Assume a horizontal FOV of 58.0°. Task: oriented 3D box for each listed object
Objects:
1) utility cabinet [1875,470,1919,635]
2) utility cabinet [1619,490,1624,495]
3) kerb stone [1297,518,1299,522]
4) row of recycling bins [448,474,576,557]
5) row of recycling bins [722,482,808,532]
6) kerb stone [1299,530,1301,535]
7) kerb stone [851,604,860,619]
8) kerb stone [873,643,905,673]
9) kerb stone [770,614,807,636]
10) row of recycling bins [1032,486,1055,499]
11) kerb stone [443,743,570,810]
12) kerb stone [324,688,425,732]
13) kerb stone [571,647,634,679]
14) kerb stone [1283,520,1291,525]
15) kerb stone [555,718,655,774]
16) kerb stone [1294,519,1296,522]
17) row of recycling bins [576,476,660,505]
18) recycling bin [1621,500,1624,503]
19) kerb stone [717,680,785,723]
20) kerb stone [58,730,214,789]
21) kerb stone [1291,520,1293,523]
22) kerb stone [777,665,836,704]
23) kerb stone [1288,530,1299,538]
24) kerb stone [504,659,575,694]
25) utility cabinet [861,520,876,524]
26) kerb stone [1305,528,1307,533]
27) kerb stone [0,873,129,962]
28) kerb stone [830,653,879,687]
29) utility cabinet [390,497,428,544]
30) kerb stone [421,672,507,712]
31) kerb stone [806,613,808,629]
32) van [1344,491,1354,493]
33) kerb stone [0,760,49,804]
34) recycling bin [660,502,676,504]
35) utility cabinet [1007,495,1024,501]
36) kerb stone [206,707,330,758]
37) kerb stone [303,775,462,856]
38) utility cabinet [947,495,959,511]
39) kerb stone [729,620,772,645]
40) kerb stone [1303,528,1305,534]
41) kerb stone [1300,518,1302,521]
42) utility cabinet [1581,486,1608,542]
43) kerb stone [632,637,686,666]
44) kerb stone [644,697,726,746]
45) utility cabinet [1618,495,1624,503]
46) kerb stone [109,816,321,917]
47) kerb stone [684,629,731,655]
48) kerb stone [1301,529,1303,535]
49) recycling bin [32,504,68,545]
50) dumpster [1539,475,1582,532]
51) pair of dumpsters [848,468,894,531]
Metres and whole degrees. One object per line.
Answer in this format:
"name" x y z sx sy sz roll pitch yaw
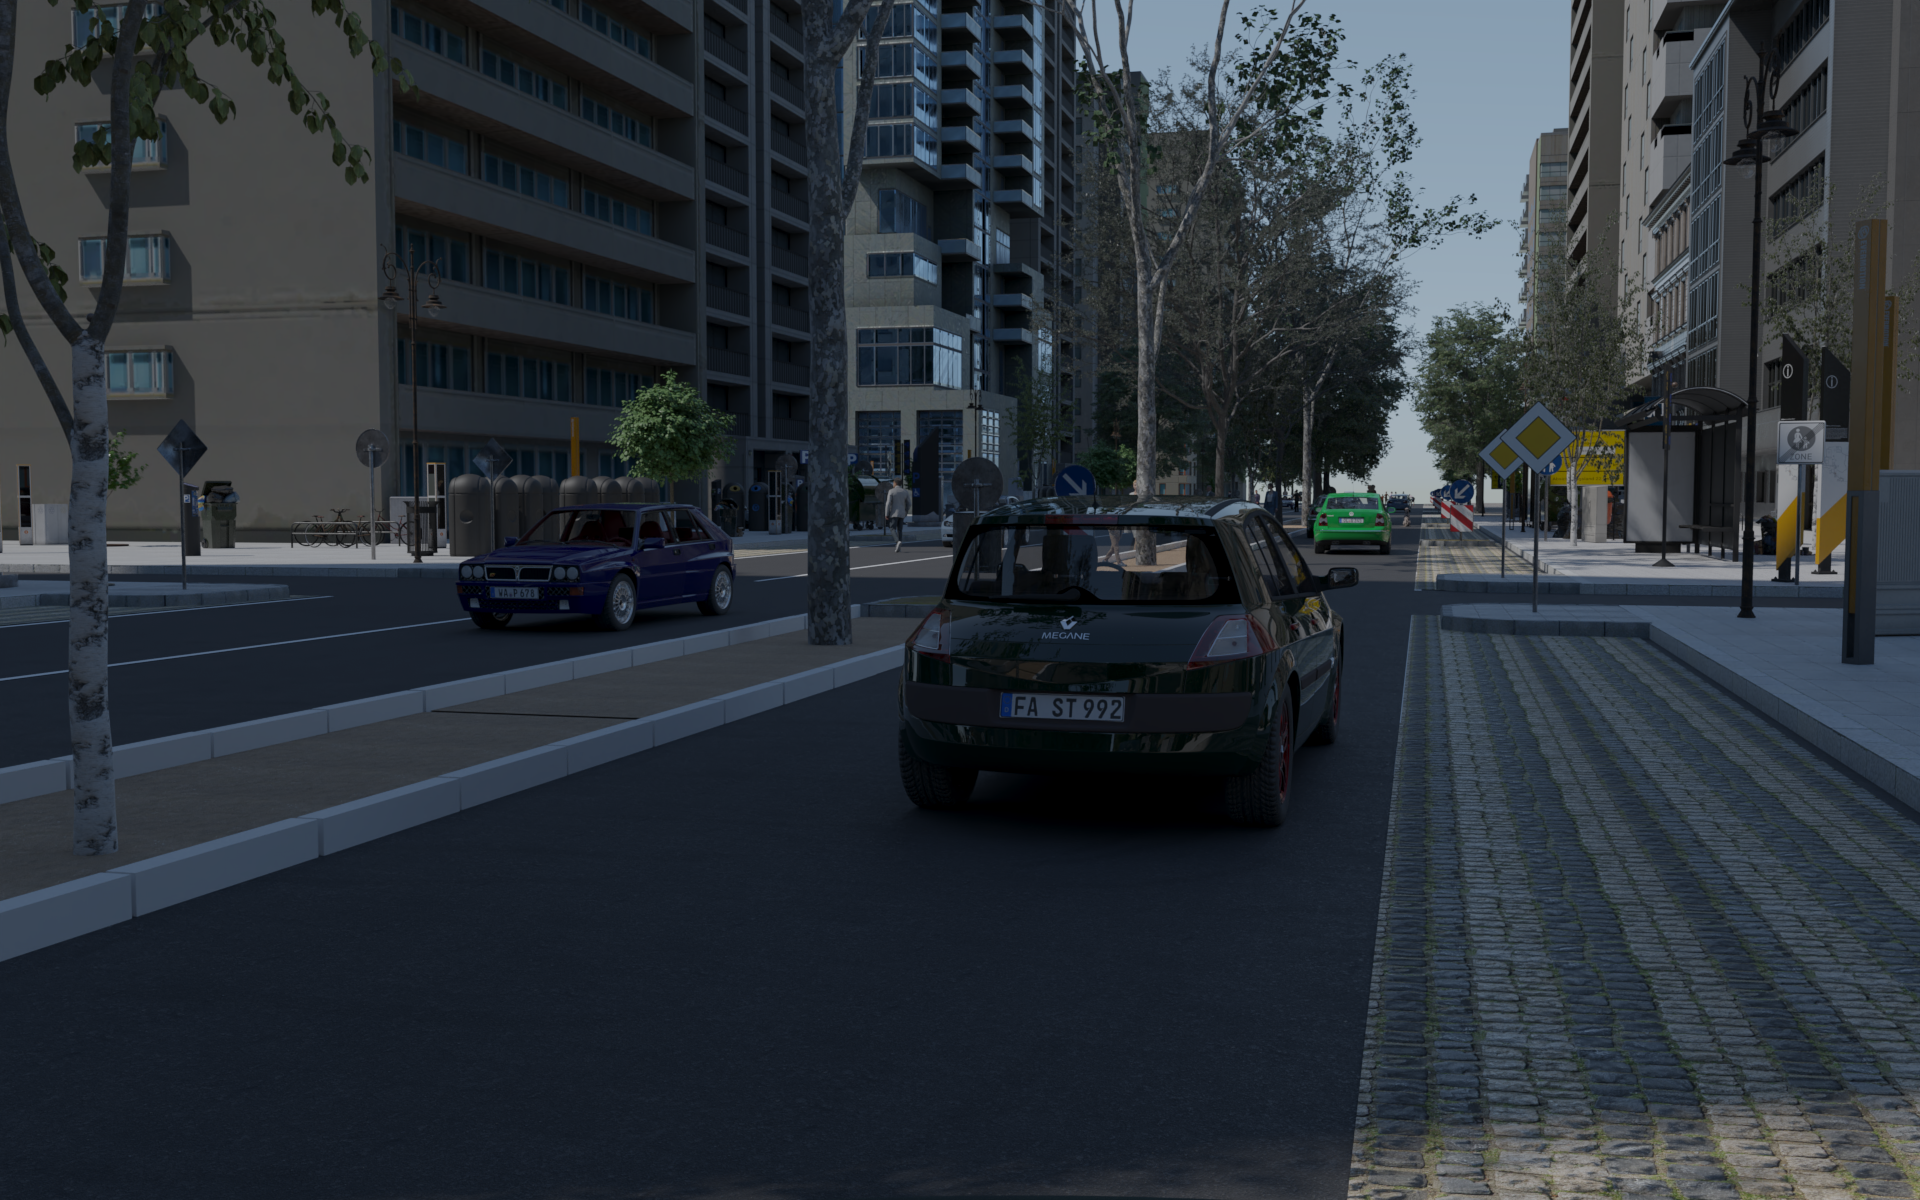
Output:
"utility cabinet" 8.675 -0.430 15.714 1.173 1.500 0.318 -1 4 -11
"utility cabinet" 36.771 -5.384 96.702 1.173 1.500 0.318 -2 4 -35
"kerb stone" 16.918 -4.001 87.612 0.120 0.150 1.000 1 4 15
"row of recycling bins" -9.637 -1.826 36.971 1.069 1.692 3.534 1 4 18
"row of recycling bins" -6.551 -3.223 59.814 3.534 1.692 1.069 1 4 14
"kerb stone" 11.500 -2.270 59.316 0.120 0.150 1.000 1 4 15
"kerb stone" -1.300 0.156 19.749 0.120 0.150 1.000 1 4 15
"kerb stone" -0.599 0.492 14.271 0.120 0.150 1.000 1 4 15
"kerb stone" -1.828 0.271 17.765 0.120 0.150 1.000 1 4 15
"row of recycling bins" 4.559 -5.126 90.918 1.069 1.692 3.534 -1 4 -13
"kerb stone" -2.187 0.847 8.343 0.120 0.150 1.000 1 4 15
"kerb stone" -3.692 0.697 10.831 0.120 0.150 1.000 1 4 15
"kerb stone" -2.896 0.513 13.806 0.120 0.150 1.000 1 4 15
"kerb stone" 15.592 -3.698 82.661 0.120 0.150 1.000 1 4 15
"kerb stone" -1.927 0.787 9.332 0.120 0.150 1.000 1 4 15
"kerb stone" 16.388 -3.879 85.634 0.120 0.150 1.000 1 4 15
"row of recycling bins" -8.118 -2.047 40.579 1.069 1.692 3.534 1 4 21
"recycling bin" 30.288 -4.011 78.141 0.722 1.027 0.722 0 4 1
"kerb stone" -1.391 0.666 11.305 0.120 0.150 1.000 1 4 15
"kerb stone" -4.217 0.816 8.848 0.120 0.150 1.000 1 4 15
"kerb stone" 15.853 -3.757 83.649 0.120 0.150 1.000 1 4 15
"kerb stone" -1.121 0.606 12.294 0.120 0.150 1.000 1 4 15
"kerb stone" 11.232 -2.208 58.329 0.120 0.150 1.000 1 4 15
"kerb stone" -3.159 0.574 12.815 0.120 0.150 1.000 1 4 15
"utility cabinet" -4.294 -4.308 79.110 0.318 1.500 1.173 -2 4 -35
"kerb stone" 12.294 -2.452 62.280 0.120 0.150 1.000 1 4 15
"kerb stone" -2.982 1.029 5.375 0.120 0.150 1.000 1 4 15
"kerb stone" -0.854 0.545 13.281 0.120 0.150 1.000 1 4 15
"utility cabinet" -14.122 -2.045 44.594 1.020 1.237 0.306 -1 4 -10
"kerb stone" -3.421 0.634 11.827 0.120 0.150 1.000 1 4 15
"kerb stone" -1.550 0.210 18.757 0.120 0.150 1.000 1 4 15
"van" 48.953 -12.896 217.867 2.013 2.044 4.112 1 4 13
"kerb stone" -4.487 0.877 7.862 0.120 0.150 1.000 1 4 15
"recycling bin" -9.286 -2.519 53.742 0.722 1.027 0.722 1 4 18
"utility cabinet" 2.462 -4.119 78.513 0.306 1.237 1.020 -3 4 -38
"kerb stone" -3.955 0.760 9.843 0.120 0.150 1.000 1 4 15
"kerb stone" -2.447 0.909 7.353 0.120 0.150 1.000 1 4 15
"utility cabinet" -0.164 -5.101 94.564 1.020 1.237 0.306 1 4 13
"kerb stone" -2.088 0.334 16.777 0.120 0.150 1.000 1 4 15
"kerb stone" 12.025 -2.391 61.294 0.120 0.150 1.000 1 4 15
"kerb stone" 17.447 -4.122 89.597 0.120 0.150 1.000 1 4 15
"utility cabinet" 16.804 -2.276 45.898 0.318 1.500 1.173 0 4 3
"kerb stone" -2.626 0.453 14.797 0.120 0.150 1.000 1 4 15
"kerb stone" -1.658 0.728 10.319 0.120 0.150 1.000 1 4 15
"utility cabinet" 34.671 -4.895 91.198 1.020 1.237 0.306 2 4 30
"kerb stone" -2.719 0.968 6.363 0.120 0.150 1.000 1 4 15
"kerb stone" -2.361 0.395 15.788 0.120 0.150 1.000 1 4 15
"kerb stone" 11.762 -2.329 60.307 0.120 0.150 1.000 1 4 15
"recycling bin" -23.237 -1.928 44.079 0.722 1.027 0.722 1 4 19
"dumpster" 20.659 -3.496 59.646 1.502 2.255 1.985 1 4 15
"pair of dumpsters" -3.481 -3.649 62.151 1.574 2.255 4.437 1 4 15
